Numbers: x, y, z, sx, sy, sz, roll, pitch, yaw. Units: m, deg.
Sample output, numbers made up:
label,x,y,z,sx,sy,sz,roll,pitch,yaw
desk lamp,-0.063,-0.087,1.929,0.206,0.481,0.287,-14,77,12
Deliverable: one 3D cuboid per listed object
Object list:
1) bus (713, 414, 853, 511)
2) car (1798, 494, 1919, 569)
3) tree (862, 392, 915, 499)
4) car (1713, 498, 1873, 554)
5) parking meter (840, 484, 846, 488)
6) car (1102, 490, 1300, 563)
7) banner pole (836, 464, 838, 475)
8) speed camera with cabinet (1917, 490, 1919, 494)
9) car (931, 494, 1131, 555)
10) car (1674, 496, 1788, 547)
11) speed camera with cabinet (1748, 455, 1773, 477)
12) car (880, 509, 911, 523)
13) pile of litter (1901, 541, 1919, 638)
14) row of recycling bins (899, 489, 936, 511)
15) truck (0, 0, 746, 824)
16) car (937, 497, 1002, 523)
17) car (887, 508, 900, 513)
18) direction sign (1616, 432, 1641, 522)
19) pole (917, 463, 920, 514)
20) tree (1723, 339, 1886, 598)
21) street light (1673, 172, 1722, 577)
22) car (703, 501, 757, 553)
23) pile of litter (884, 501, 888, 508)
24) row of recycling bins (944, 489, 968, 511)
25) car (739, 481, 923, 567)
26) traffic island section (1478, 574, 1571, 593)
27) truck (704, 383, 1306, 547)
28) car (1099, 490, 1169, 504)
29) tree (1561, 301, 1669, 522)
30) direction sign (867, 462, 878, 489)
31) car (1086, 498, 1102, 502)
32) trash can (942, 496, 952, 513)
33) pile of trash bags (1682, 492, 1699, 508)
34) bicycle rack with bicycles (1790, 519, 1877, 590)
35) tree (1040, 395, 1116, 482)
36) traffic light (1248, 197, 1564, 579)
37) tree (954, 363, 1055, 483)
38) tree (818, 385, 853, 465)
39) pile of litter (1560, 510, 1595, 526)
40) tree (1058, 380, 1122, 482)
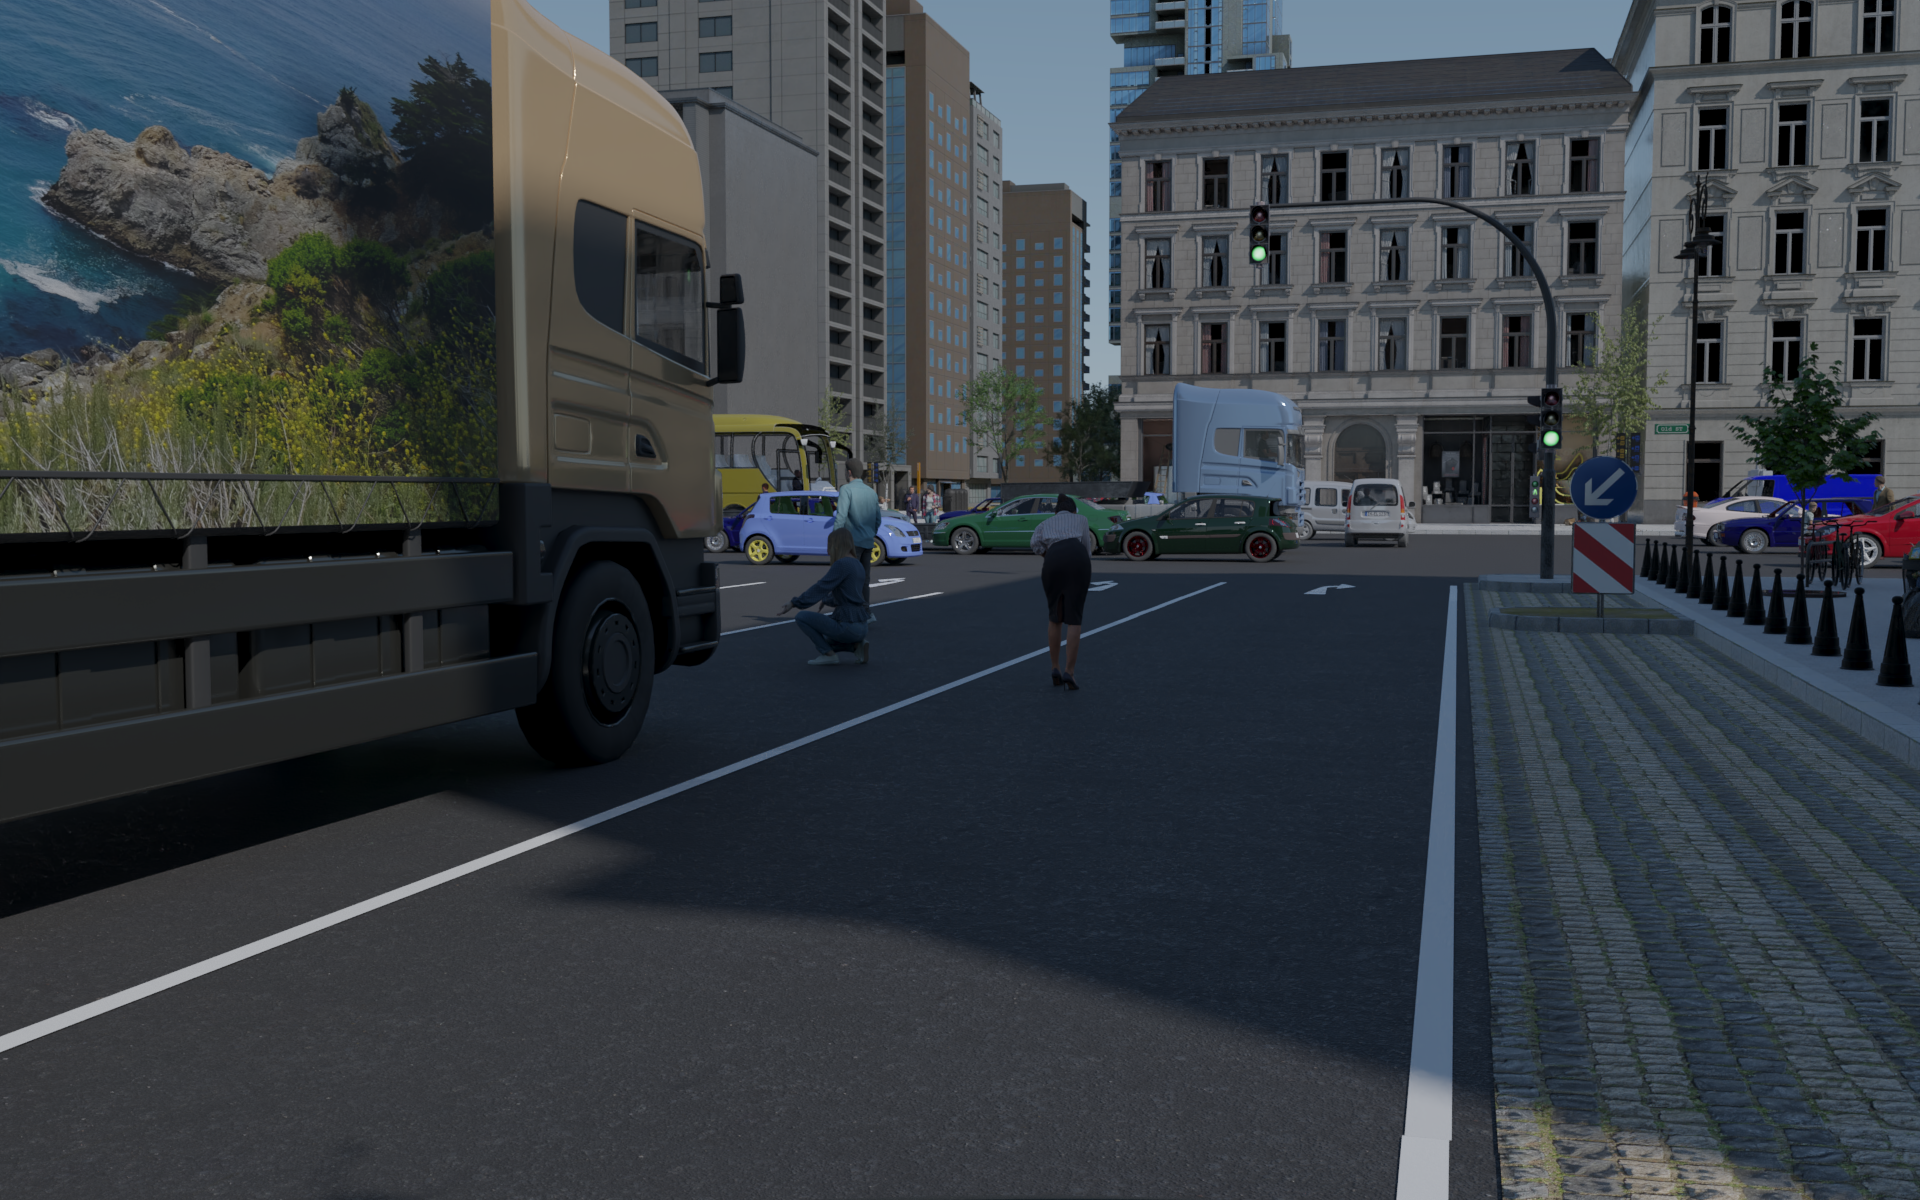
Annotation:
label,x,y,z,sx,sy,sz,roll,pitch,yaw
bus,-9.622,-3.863,54.706,12.252,3.916,2.896,1,4,16
car,18.734,-1.503,33.614,4.494,1.783,2.155,1,4,14
tree,-5.305,-10.679,124.971,4.360,8.622,3.978,0,3,0
car,20.240,-1.772,41.560,3.894,1.354,1.945,1,4,17
parking meter,-7.127,-6.089,105.267,0.255,1.863,0.399,-2,4,-34
car,5.179,-1.680,37.253,4.222,1.686,2.009,1,4,16
banner pole,-8.699,-7.939,119.815,0.401,3.779,0.863,-3,4,-38
speed camera with cabinet,37.678,-4.409,66.427,2.038,3.252,0.660,-1,4,-22
car,1.718,-1.802,41.264,4.920,1.459,2.131,1,4,15
car,22.208,-2.153,47.564,4.827,1.381,2.083,1,4,14
speed camera with cabinet,30.229,-4.269,64.137,0.660,3.252,2.038,-2,4,-28
car,-3.811,-2.750,56.967,4.499,1.417,2.014,1,4,18
pile of litter,9.027,-0.104,15.664,1.176,0.858,1.719,3,5,41
row of recycling bins,-3.252,-7.560,130.713,3.534,1.692,1.069,3,5,42
truck,-3.919,-1.057,6.192,2.839,4.237,11.283,1,4,16
car,1.242,-2.863,59.387,3.894,1.354,1.945,1,4,14
car,-4.477,-3.288,65.550,4.920,1.459,2.131,1,4,17
direction sign,24.650,-4.402,63.977,0.876,3.537,0.379,3,5,39
pole,-2.679,-7.254,112.439,0.158,3.312,0.155,0,3,0
tree,10.714,-1.656,21.679,1.663,3.219,1.824,0,3,0
street light,10.690,-3.208,25.243,0.468,5.910,1.993,1,4,16
car,-4.569,-1.830,42.494,3.894,1.354,1.945,1,4,15
pile of litter,-4.965,-6.074,113.274,1.719,0.858,1.176,1,4,16
row of recycling bins,-0.234,-7.503,129.789,1.069,1.692,3.534,1,4,20
car,-2.603,-1.569,35.248,3.694,1.707,1.945,1,4,16
traffic island section,8.904,-0.242,26.244,2.009,0.180,2.903,1,4,16
truck,-0.021,-3.345,44.446,18.799,4.110,2.967,1,4,16
car,5.248,-2.902,57.038,3.694,1.707,1.945,1,4,18
tree,25.161,-7.117,66.723,4.737,8.622,4.395,0,3,0
direction sign,-6.140,-7.948,121.954,0.876,3.537,0.379,2,4,25
car,4.759,-3.259,62.325,2.155,1.783,4.494,1,4,14
trash can,-0.910,-6.563,118.958,0.748,1.137,0.748,0,3,0
pile of trash bags,30.389,-3.593,68.491,3.447,1.369,1.912,2,4,31
bicycle rack with bicycles,12.701,-0.642,23.881,2.852,0.926,2.925,3,5,42
tree,11.045,-13.983,163.028,7.601,10.594,8.767,-1,4,-19
traffic light,6.833,-3.175,26.579,4.771,5.953,1.251,1,4,16
tree,3.578,-13.032,138.835,9.928,11.665,9.643,0,3,0
tree,-9.272,-10.155,116.394,4.737,8.622,4.395,0,3,0
pile of litter,25.116,-3.457,70.492,1.719,0.858,1.176,-1,4,-18
tree,14.309,-15.749,174.501,9.611,12.733,9.660,0,3,0
